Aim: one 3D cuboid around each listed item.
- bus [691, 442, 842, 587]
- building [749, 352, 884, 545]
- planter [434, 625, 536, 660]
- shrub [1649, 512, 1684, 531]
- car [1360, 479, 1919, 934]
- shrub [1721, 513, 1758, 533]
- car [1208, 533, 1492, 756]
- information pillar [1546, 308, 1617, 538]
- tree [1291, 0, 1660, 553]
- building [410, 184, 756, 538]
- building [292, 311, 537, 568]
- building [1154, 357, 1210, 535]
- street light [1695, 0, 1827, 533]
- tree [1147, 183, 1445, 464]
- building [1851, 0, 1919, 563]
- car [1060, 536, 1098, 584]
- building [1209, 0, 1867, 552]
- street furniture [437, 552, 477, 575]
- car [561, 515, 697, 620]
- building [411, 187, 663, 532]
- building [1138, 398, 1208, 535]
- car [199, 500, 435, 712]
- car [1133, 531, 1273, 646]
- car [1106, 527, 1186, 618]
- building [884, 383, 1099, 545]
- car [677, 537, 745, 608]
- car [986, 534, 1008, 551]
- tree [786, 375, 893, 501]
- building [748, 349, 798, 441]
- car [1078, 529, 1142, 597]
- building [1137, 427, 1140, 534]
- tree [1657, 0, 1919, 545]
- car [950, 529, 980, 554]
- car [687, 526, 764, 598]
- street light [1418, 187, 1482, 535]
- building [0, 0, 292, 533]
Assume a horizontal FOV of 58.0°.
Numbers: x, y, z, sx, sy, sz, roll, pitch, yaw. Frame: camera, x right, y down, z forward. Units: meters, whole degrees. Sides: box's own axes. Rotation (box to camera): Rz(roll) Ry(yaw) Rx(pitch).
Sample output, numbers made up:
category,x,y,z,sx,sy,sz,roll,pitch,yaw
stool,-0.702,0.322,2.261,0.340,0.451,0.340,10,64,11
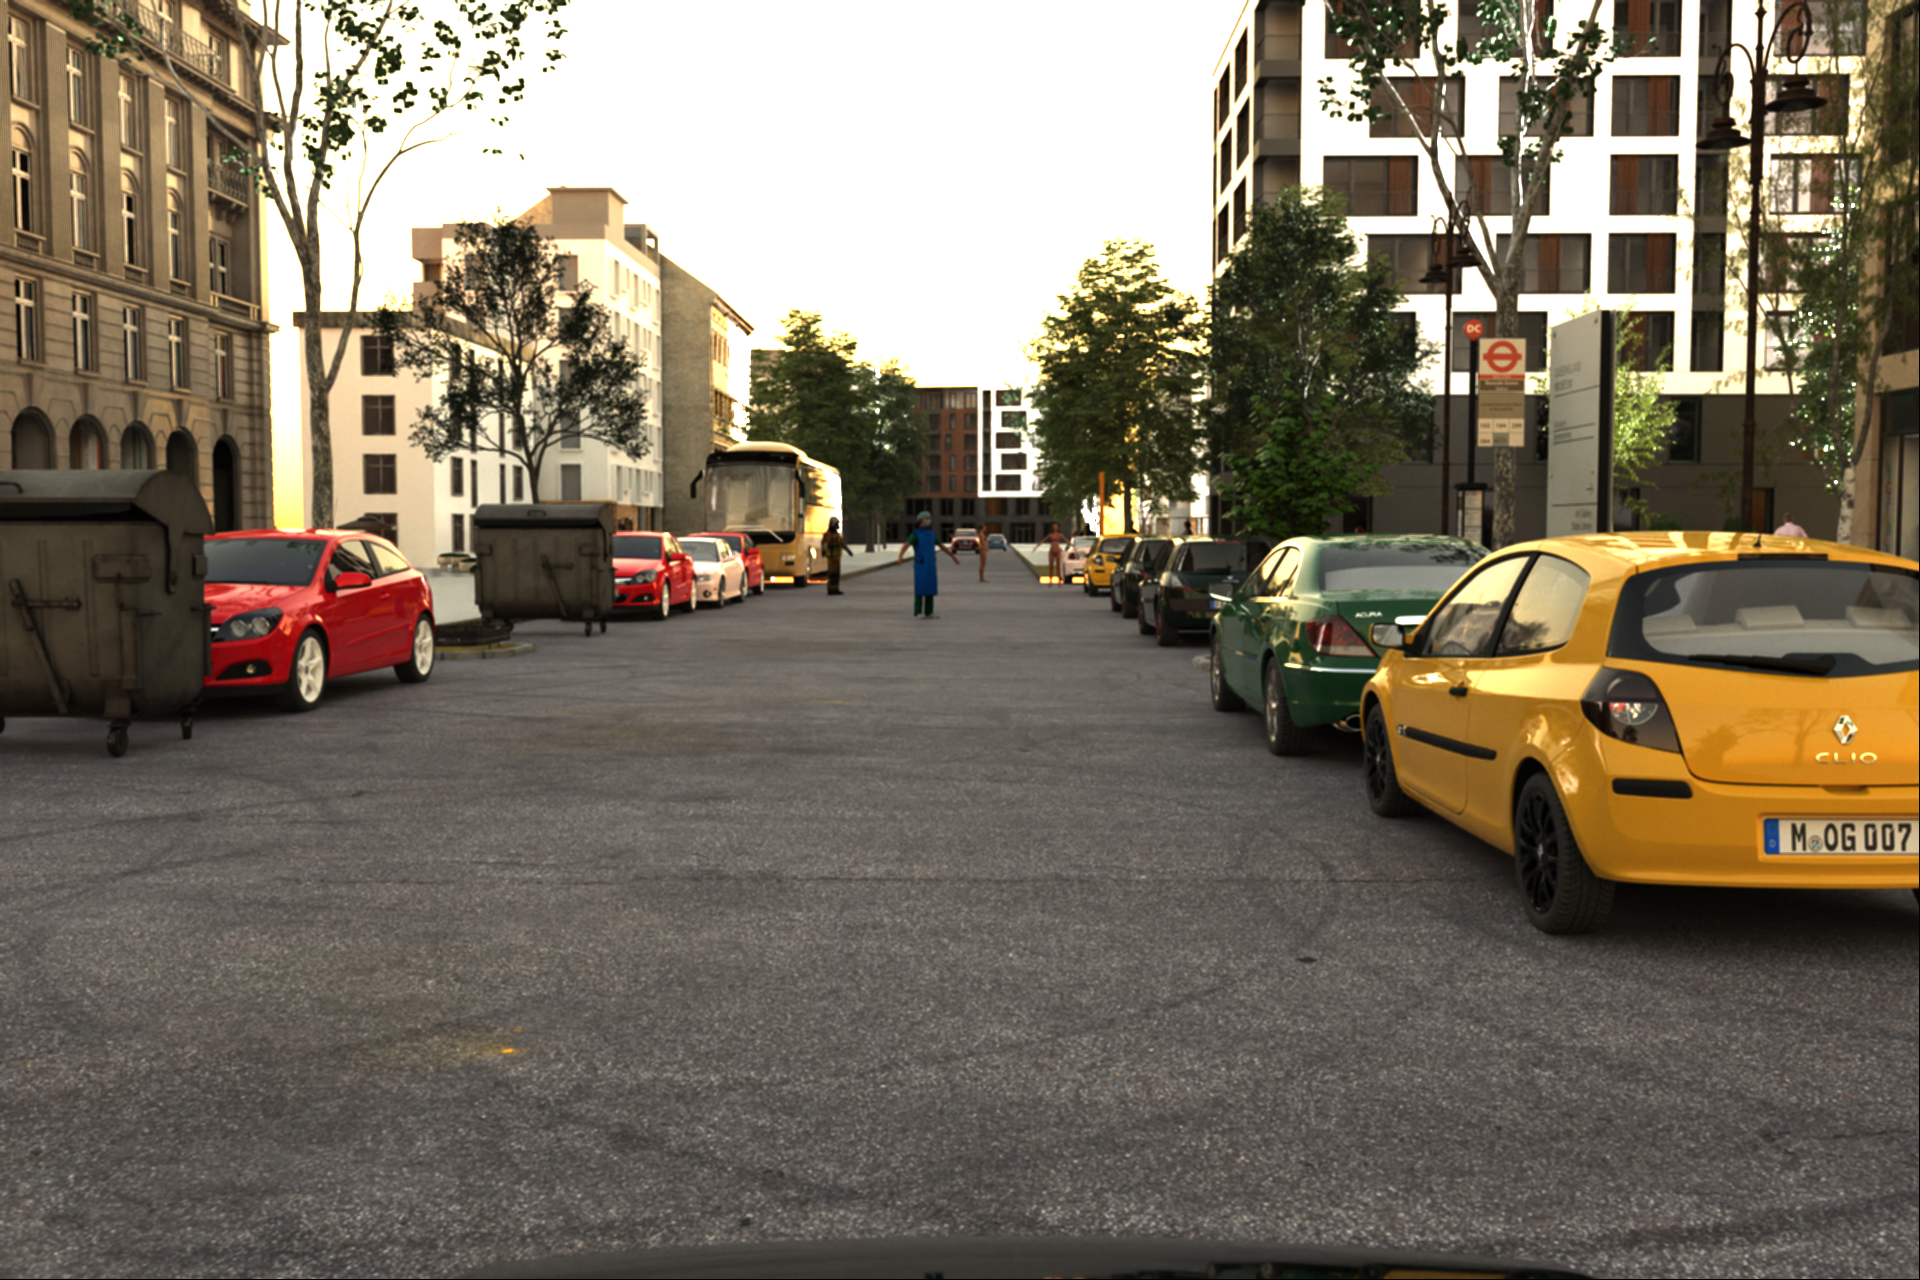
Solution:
category,x,y,z,sx,sy,sz,roll,pitch,yaw
bus,-5.223,-3.566,49.847,2.896,3.916,12.252,0,4,1
building,-24.147,-22.424,210.600,27.936,21.610,32.646,0,4,1
planter,-6.188,0.028,20.687,1.991,0.319,1.994,0,4,1
shrub,23.084,-3.195,56.665,1.690,2.028,1.600,0,3,0
car,2.934,0.160,7.615,2.015,1.641,3.980,0,4,1
shrub,27.585,-3.504,61.711,1.690,2.028,1.600,0,3,0
car,2.946,-0.049,12.598,2.131,1.459,4.920,0,4,1
information pillar,6.756,-1.688,18.915,0.184,3.620,1.656,0,4,1
tree,8.832,-10.763,31.857,12.611,20.169,13.585,0,3,0
building,-24.815,-17.580,118.365,19.493,23.208,18.063,0,4,1
building,-23.921,-8.391,79.344,9.099,9.664,28.070,0,4,1
building,25.622,-19.891,181.638,16.016,20.090,11.380,0,4,1
street light,6.893,-2.587,15.081,0.468,5.910,1.993,0,4,1
tree,9.466,-6.822,45.955,8.767,10.594,7.601,-3,4,-38
building,27.654,-13.123,17.771,19.351,26.588,34.151,0,4,1
car,3.914,-2.384,51.342,2.083,1.381,4.827,0,4,0
building,25.179,-14.407,79.531,27.936,21.610,32.646,0,4,1
street furniture,-13.712,-2.533,57.044,5.734,0.657,10.072,-2,4,-31
car,-5.754,-1.290,30.130,2.155,1.783,4.494,0,4,1
building,-23.902,-14.642,95.811,16.016,20.090,11.380,0,4,1
building,30.882,-22.649,201.234,19.493,23.208,18.063,0,4,1
car,-6.089,-0.382,15.291,2.155,1.783,4.494,0,4,1
car,3.397,-0.838,23.486,2.009,1.686,4.222,0,4,1
car,3.638,-1.287,30.825,2.009,1.686,4.222,0,4,1
building,2.864,-24.538,247.621,32.646,21.610,27.936,1,4,11
car,-5.469,-1.378,34.885,2.083,1.381,4.827,0,4,1
car,3.049,-8.215,146.314,2.014,1.417,4.499,0,4,1
tree,-7.302,-10.052,98.766,7.601,10.594,8.767,-1,4,-23
building,-23.013,-19.690,178.344,16.016,20.090,11.380,0,4,1
car,3.833,-1.890,41.124,2.015,1.641,3.980,0,4,1
building,28.158,-22.508,224.423,16.016,20.090,11.380,0,4,1
tree,9.682,-4.183,18.762,4.360,8.622,3.978,0,3,0
car,0.427,-7.196,126.319,2.281,1.827,5.304,0,4,1
car,-5.586,-1.866,39.553,2.155,1.783,4.494,0,4,1
street light,6.618,-3.104,23.540,0.468,5.910,1.993,0,4,1
building,-28.014,-12.417,43.678,13.314,22.015,24.055,0,4,1
